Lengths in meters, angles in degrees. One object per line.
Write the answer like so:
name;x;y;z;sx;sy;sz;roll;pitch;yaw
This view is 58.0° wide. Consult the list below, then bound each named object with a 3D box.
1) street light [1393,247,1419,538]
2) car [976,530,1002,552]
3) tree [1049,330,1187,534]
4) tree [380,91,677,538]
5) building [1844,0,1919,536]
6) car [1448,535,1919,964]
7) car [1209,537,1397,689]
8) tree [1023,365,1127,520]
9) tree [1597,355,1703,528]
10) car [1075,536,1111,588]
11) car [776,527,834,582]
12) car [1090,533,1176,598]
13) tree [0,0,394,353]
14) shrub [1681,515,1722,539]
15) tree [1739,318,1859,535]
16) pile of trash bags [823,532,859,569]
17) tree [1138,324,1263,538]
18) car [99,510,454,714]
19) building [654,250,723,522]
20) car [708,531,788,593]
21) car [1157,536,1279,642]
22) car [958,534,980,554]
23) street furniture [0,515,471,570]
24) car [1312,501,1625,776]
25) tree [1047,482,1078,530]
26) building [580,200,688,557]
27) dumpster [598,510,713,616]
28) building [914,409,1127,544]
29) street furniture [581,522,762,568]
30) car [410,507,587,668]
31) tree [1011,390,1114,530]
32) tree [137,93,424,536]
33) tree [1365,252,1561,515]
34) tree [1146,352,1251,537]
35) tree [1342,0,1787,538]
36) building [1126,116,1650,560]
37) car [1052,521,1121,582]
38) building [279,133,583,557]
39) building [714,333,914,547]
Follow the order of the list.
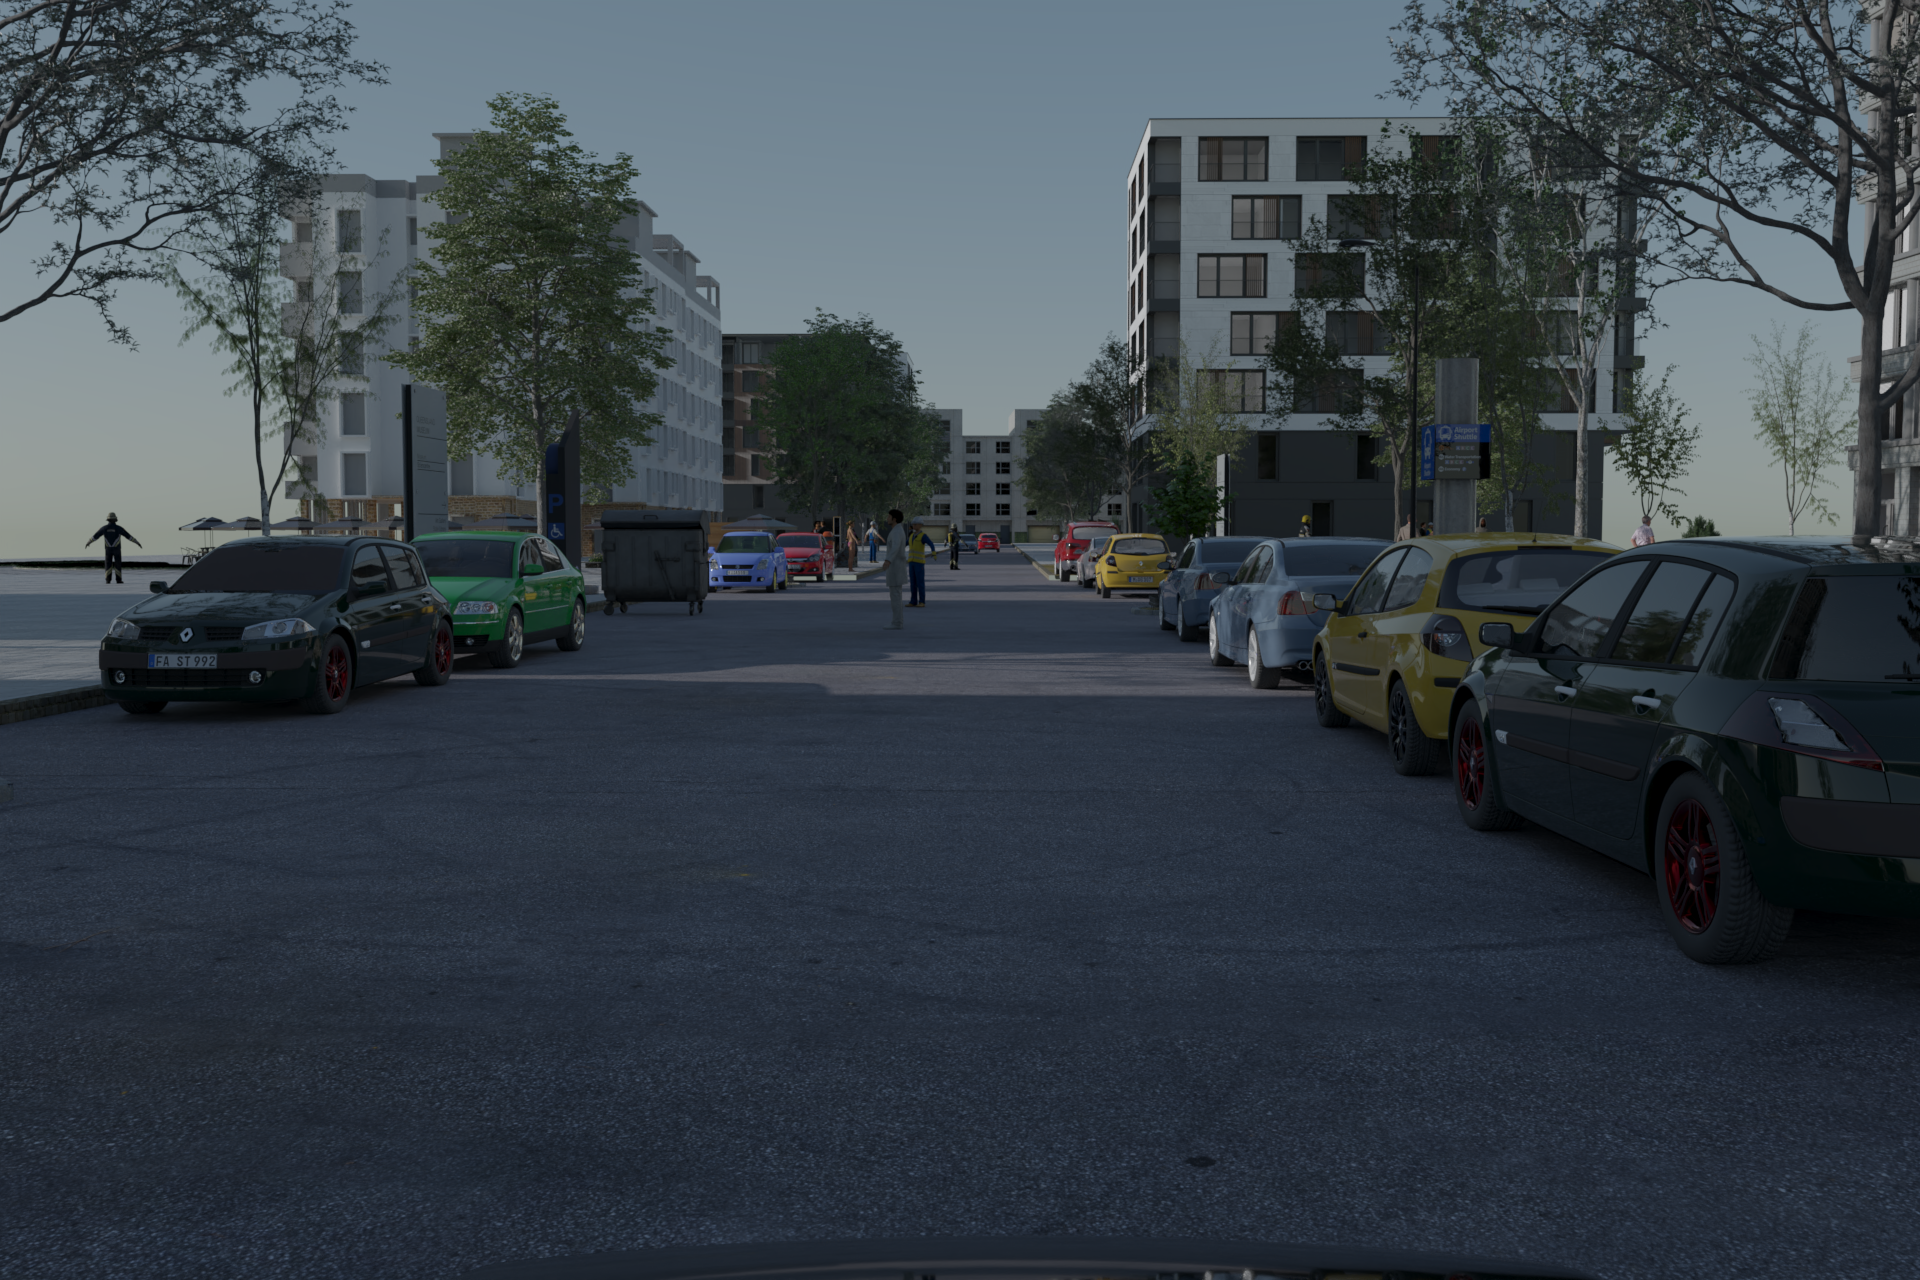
street light;7.736;-3.355;27.392;1.470;5.913;1.316;0;4;1
car;2.231;-7.786;136.341;2.155;1.783;4.494;0;4;1
tree;7.615;-8.896;79.861;7.601;10.594;8.767;0;4;-5
tree;-11.316;-7.790;45.492;7.486;12.596;7.792;0;3;0
building;26.245;-11.519;35.012;8.464;21.280;15.925;0;4;1
car;3.301;0.161;7.151;2.009;1.686;4.222;0;4;1
car;3.583;-0.324;17.293;2.014;1.417;4.499;0;4;1
tree;9.595;-13.082;124.260;12.009;13.543;11.850;0;3;0
tree;28.056;-7.350;70.542;4.737;8.622;4.395;0;3;0
car;4.203;-2.136;47.291;2.083;1.381;4.827;0;4;1
car;-4.877;-2.672;52.730;2.155;1.783;4.494;0;4;2
car;4.032;-1.817;39.937;2.015;1.641;3.980;0;4;2
tree;-11.521;-6.652;19.138;12.009;13.543;11.850;0;3;0
shrub;27.249;-3.628;63.743;1.690;2.028;1.600;0;3;0
tree;28.429;-6.665;59.336;4.360;8.622;3.978;0;3;0
pile of trash bags;-4.837;-3.432;65.863;1.912;1.369;3.447;0;4;2
tree;8.067;-6.805;61.617;4.360;8.622;3.978;0;3;0
car;-5.768;-0.321;15.027;2.009;1.686;4.222;0;4;2
building;-22.993;-15.935;116.953;16.016;20.090;11.380;0;4;1
car;-5.319;-2.067;43.387;1.945;1.707;3.694;0;4;1
car;3.818;-0.753;24.311;2.014;1.417;4.499;0;4;1
car;0.434;-6.829;123.653;2.014;1.417;4.499;0;4;2
street furniture;-31.634;-3.723;65.908;27.439;1.986;14.083;3;4;38
car;3.481;-0.088;11.661;2.015;1.641;3.980;0;4;2
tree;9.611;-12.740;158.655;4.360;8.622;3.978;0;3;0
building;-22.910;-14.881;99.716;16.016;20.090;11.380;0;4;1
dumpster;-5.414;-1.384;30.840;1.865;1.857;1.264;0;4;1
building;7.475;-23.379;251.167;31.486;18.905;16.747;0;4;-1
street furniture;-11.793;-3.723;67.724;9.812;1.723;11.010;0;4;7
car;-5.580;-0.678;19.886;1.959;1.807;4.718;0;4;1
tree;9.126;-14.866;149.717;9.857;13.997;8.962;0;3;0
tree;-12.070;-4.833;29.383;4.360;8.622;3.978;0;3;0
tree;20.245;-9.274;69.757;7.486;12.596;7.792;0;3;0
tree;9.792;-7.280;69.391;4.737;8.622;4.395;0;3;0
tree;19.094;-12.297;56.944;12.611;20.169;13.585;0;3;0
building;23.550;-15.751;101.506;27.936;21.610;32.646;0;4;1
car;4.014;-2.738;53.440;2.281;1.827;5.304;0;4;0
building;-26.168;-13.869;83.179;16.016;20.090;11.380;0;4;1
building;-19.886;-21.345;192.959;27.936;21.610;32.646;0;4;1
